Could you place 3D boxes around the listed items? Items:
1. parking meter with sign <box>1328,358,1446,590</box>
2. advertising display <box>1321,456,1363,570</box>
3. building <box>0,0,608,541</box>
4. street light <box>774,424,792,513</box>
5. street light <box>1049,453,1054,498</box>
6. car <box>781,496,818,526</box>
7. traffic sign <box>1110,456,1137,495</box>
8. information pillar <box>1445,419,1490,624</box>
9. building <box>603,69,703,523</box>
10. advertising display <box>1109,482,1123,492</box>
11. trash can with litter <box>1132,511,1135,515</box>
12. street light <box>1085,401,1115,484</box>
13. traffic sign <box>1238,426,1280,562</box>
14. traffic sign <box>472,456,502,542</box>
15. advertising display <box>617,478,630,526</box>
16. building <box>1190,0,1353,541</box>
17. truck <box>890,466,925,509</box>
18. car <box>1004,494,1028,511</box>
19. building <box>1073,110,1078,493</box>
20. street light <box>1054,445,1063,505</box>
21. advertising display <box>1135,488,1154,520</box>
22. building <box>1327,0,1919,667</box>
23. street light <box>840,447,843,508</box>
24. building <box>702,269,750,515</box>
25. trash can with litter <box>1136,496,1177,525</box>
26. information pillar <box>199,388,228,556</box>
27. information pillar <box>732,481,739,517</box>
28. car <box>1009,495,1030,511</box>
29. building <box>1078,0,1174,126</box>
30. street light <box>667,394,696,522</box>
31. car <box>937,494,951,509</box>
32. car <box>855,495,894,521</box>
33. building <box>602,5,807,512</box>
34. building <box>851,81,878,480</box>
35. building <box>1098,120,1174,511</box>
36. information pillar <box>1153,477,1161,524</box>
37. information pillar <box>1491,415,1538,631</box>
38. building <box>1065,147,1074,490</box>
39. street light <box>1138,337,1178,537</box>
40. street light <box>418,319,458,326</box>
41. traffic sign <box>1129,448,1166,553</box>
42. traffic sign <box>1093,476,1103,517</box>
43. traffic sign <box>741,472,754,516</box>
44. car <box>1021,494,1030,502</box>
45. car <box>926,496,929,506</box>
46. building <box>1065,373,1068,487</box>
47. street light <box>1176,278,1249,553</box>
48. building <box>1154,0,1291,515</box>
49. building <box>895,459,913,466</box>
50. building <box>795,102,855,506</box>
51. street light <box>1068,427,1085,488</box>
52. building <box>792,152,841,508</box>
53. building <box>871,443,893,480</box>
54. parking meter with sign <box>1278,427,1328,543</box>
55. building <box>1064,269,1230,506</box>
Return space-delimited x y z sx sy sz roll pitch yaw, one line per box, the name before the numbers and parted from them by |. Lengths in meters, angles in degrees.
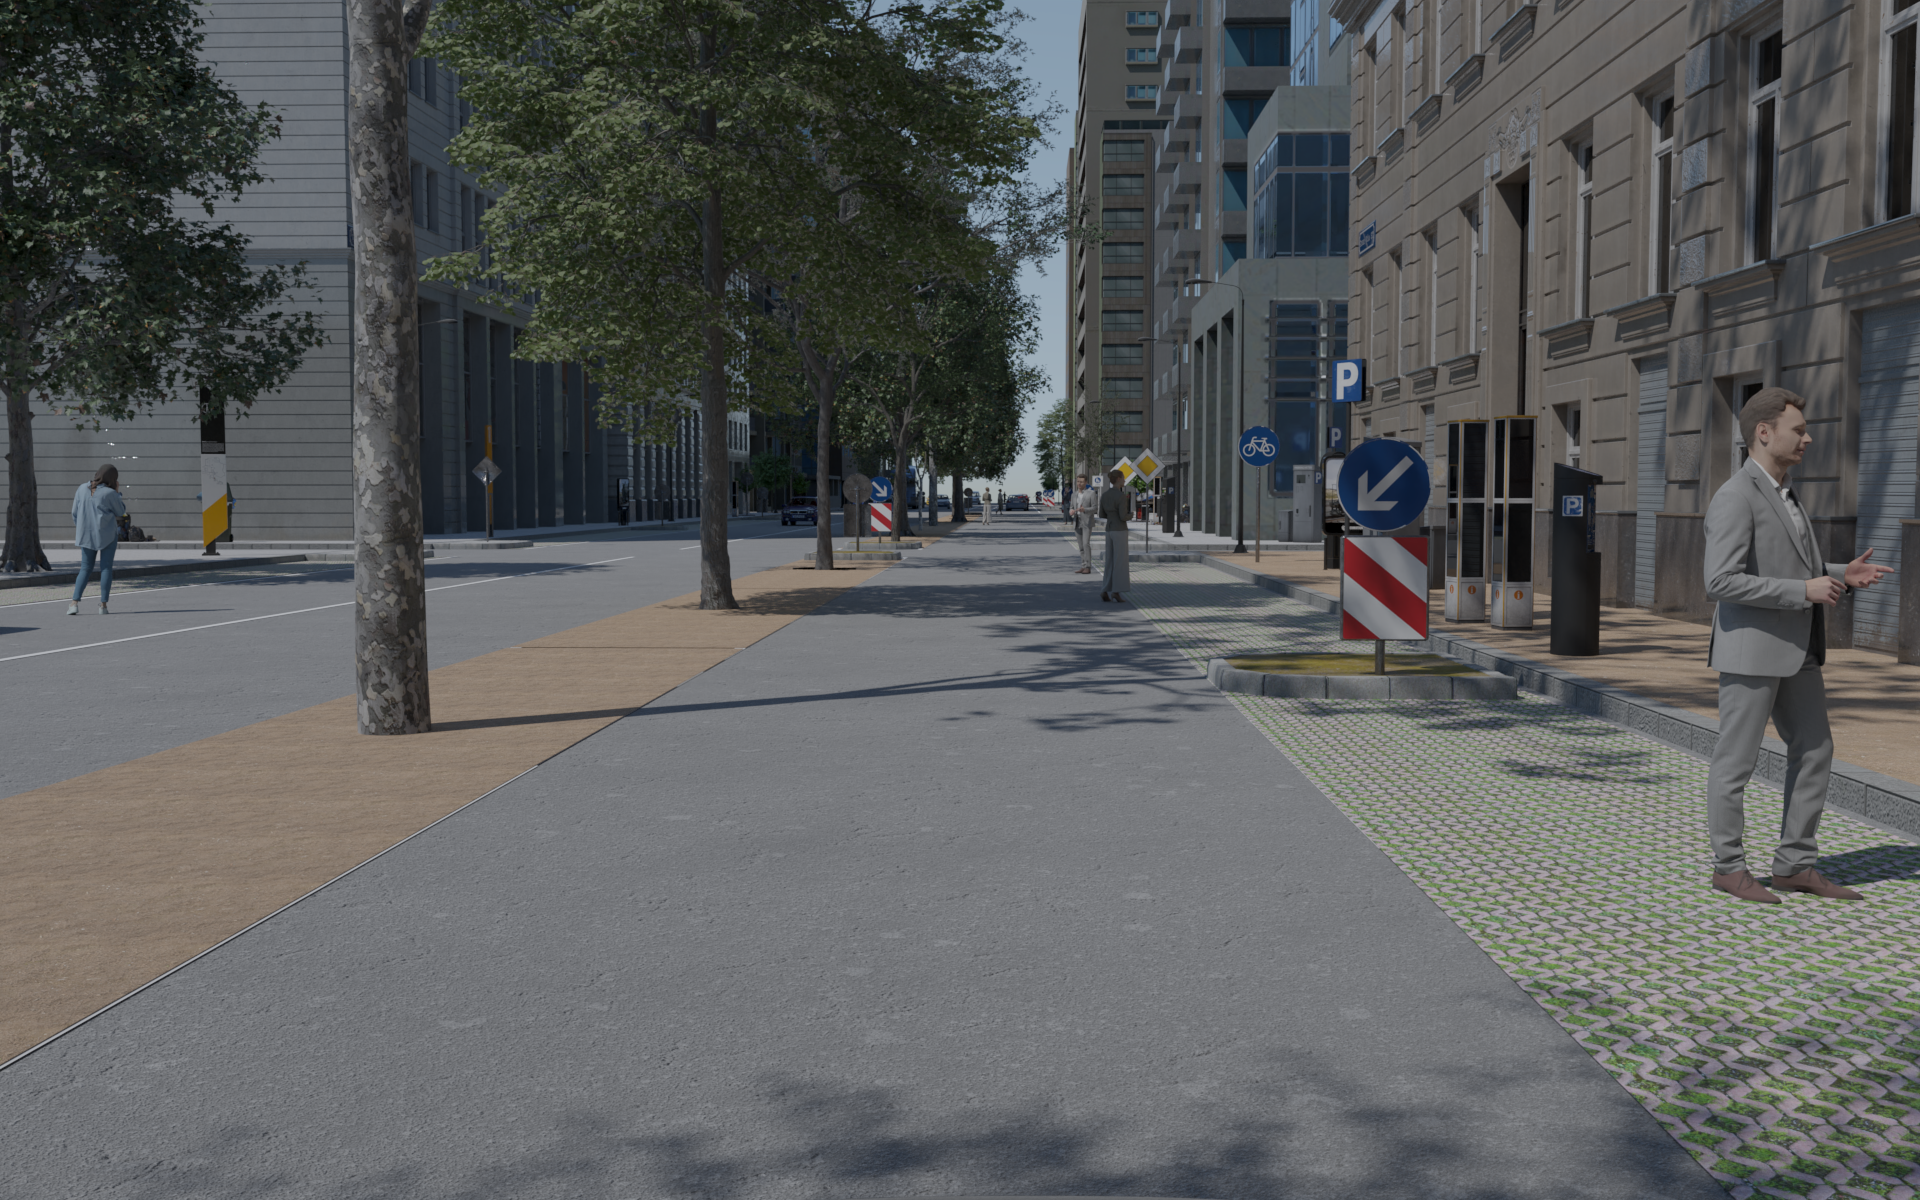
parking meter with sign | 5.757 -1.633 22.962 1.738 3.016 0.543 -2 4 -31
advertising display | 6.596 -1.468 29.215 0.974 1.923 0.123 0 4 -1
building | -21.484 -17.365 61.405 11.434 29.767 29.804 0 4 2
street light | -11.717 -8.716 115.050 1.470 5.913 1.316 0 4 2
street light | 11.524 -14.607 211.362 1.470 5.913 1.316 0 4 2
car | -7.135 -4.091 79.466 1.945 1.354 3.894 0 4 3
traffic sign | 4.334 -2.562 45.537 0.795 2.450 0.064 0 4 2
information pillar | 5.037 -0.779 17.222 0.304 2.012 0.304 -1 4 -10
building | -19.276 -15.748 86.362 11.050 23.489 19.941 0 4 2
advertising display | 7.365 -4.685 81.809 0.123 1.923 0.974 -2 4 -28
trash can with litter | 9.968 -5.584 102.690 0.624 1.170 1.055 -3 4 -36
street light | 7.139 -6.949 86.156 1.470 5.913 1.316 0 4 2
traffic sign | 5.586 -1.978 32.440 0.768 2.556 0.104 0 4 5
traffic sign | -12.600 -2.599 46.143 0.795 2.450 0.064 0 4 2
advertising display | -13.641 -3.972 70.150 0.123 1.923 0.974 1 4 13
building | 23.492 -45.448 55.747 31.000 86.520 22.319 0 4 2
truck | -5.096 -11.064 170.647 2.967 4.110 18.799 0 4 2
car | 4.714 -8.123 144.819 2.014 1.417 4.499 0 4 3
building | 19.287 -30.821 187.518 14.154 41.232 14.086 0 4 2
street light | 9.837 -11.607 162.309 1.470 5.913 1.316 0 4 2
advertising display | 9.021 -4.832 84.219 0.974 1.923 0.123 1 4 11
building | 13.136 -13.798 22.856 12.463 27.353 25.104 0 4 2
street light | -10.195 -11.291 157.149 1.470 5.913 1.316 0 4 2
building | -19.272 -15.296 104.835 10.420 20.320 16.860 0 4 2
trash can with litter | 8.184 -3.698 71.514 1.678 1.210 2.233 0 4 1
information pillar | -15.520 -2.730 35.987 0.504 3.616 0.183 -1 4 -18
information pillar | -12.664 -5.690 97.525 0.304 2.012 0.304 1 4 9
car | 5.059 -8.359 149.250 1.945 1.354 3.894 0 4 1
building | 21.499 -32.471 154.598 21.300 48.544 21.600 0 4 2
street light | -12.936 -6.612 80.653 1.470 5.913 1.316 0 4 2
car | -1.819 -9.473 166.892 2.014 1.417 4.499 0 3 0
car | -3.443 -3.695 72.420 2.014 1.417 4.499 0 4 2
building | -24.084 -29.459 136.274 22.147 44.769 28.867 0 4 2
building | -24.130 -38.577 219.969 28.713 52.752 27.495 0 4 2
building | 17.927 -22.329 136.776 14.160 30.474 14.107 0 4 2
information pillar | 8.449 -4.266 74.246 0.304 2.012 0.304 0 4 5
information pillar | 5.220 -0.724 16.330 0.304 2.012 0.304 0 4 -5
building | 20.440 -34.761 218.458 14.600 45.320 14.200 0 4 2
street light | 5.958 -4.823 51.389 1.470 5.913 1.316 0 4 2
street light | -14.021 -4.502 46.150 1.470 5.913 1.316 0 4 2
traffic sign | 4.056 -2.074 37.557 0.795 2.450 0.064 0 4 2
traffic sign | 7.772 -5.848 97.752 0.606 2.300 0.079 0 4 5
traffic sign | -12.412 -6.167 100.936 0.768 2.556 0.104 0 4 6
car | 8.043 -13.137 223.823 2.155 1.783 4.494 0 4 1
car | -3.189 -12.358 212.272 2.015 1.641 3.980 0 4 2
building | 25.376 -37.489 236.639 21.300 48.544 21.600 0 4 2
street light | 5.551 -3.970 37.455 1.470 5.913 1.316 0 4 2
building | 22.833 -29.251 97.860 23.786 49.044 30.456 0 4 2
building | -14.864 -36.007 272.315 14.154 41.232 14.086 0 4 2
building | -18.688 -32.550 182.300 14.600 45.320 14.200 0 4 2
street light | 8.384 -9.053 120.552 1.470 5.913 1.316 0 4 2
building | -27.987 -28.832 163.286 32.217 40.220 23.993 0 4 2
building | -19.978 -38.487 248.877 23.786 49.044 30.456 0 4 2
parking meter with sign | 9.177 -3.021 45.648 0.543 3.016 1.738 -3 5 -41
building | 27.331 -58.087 262.397 22.319 86.520 31.000 0 4 2
